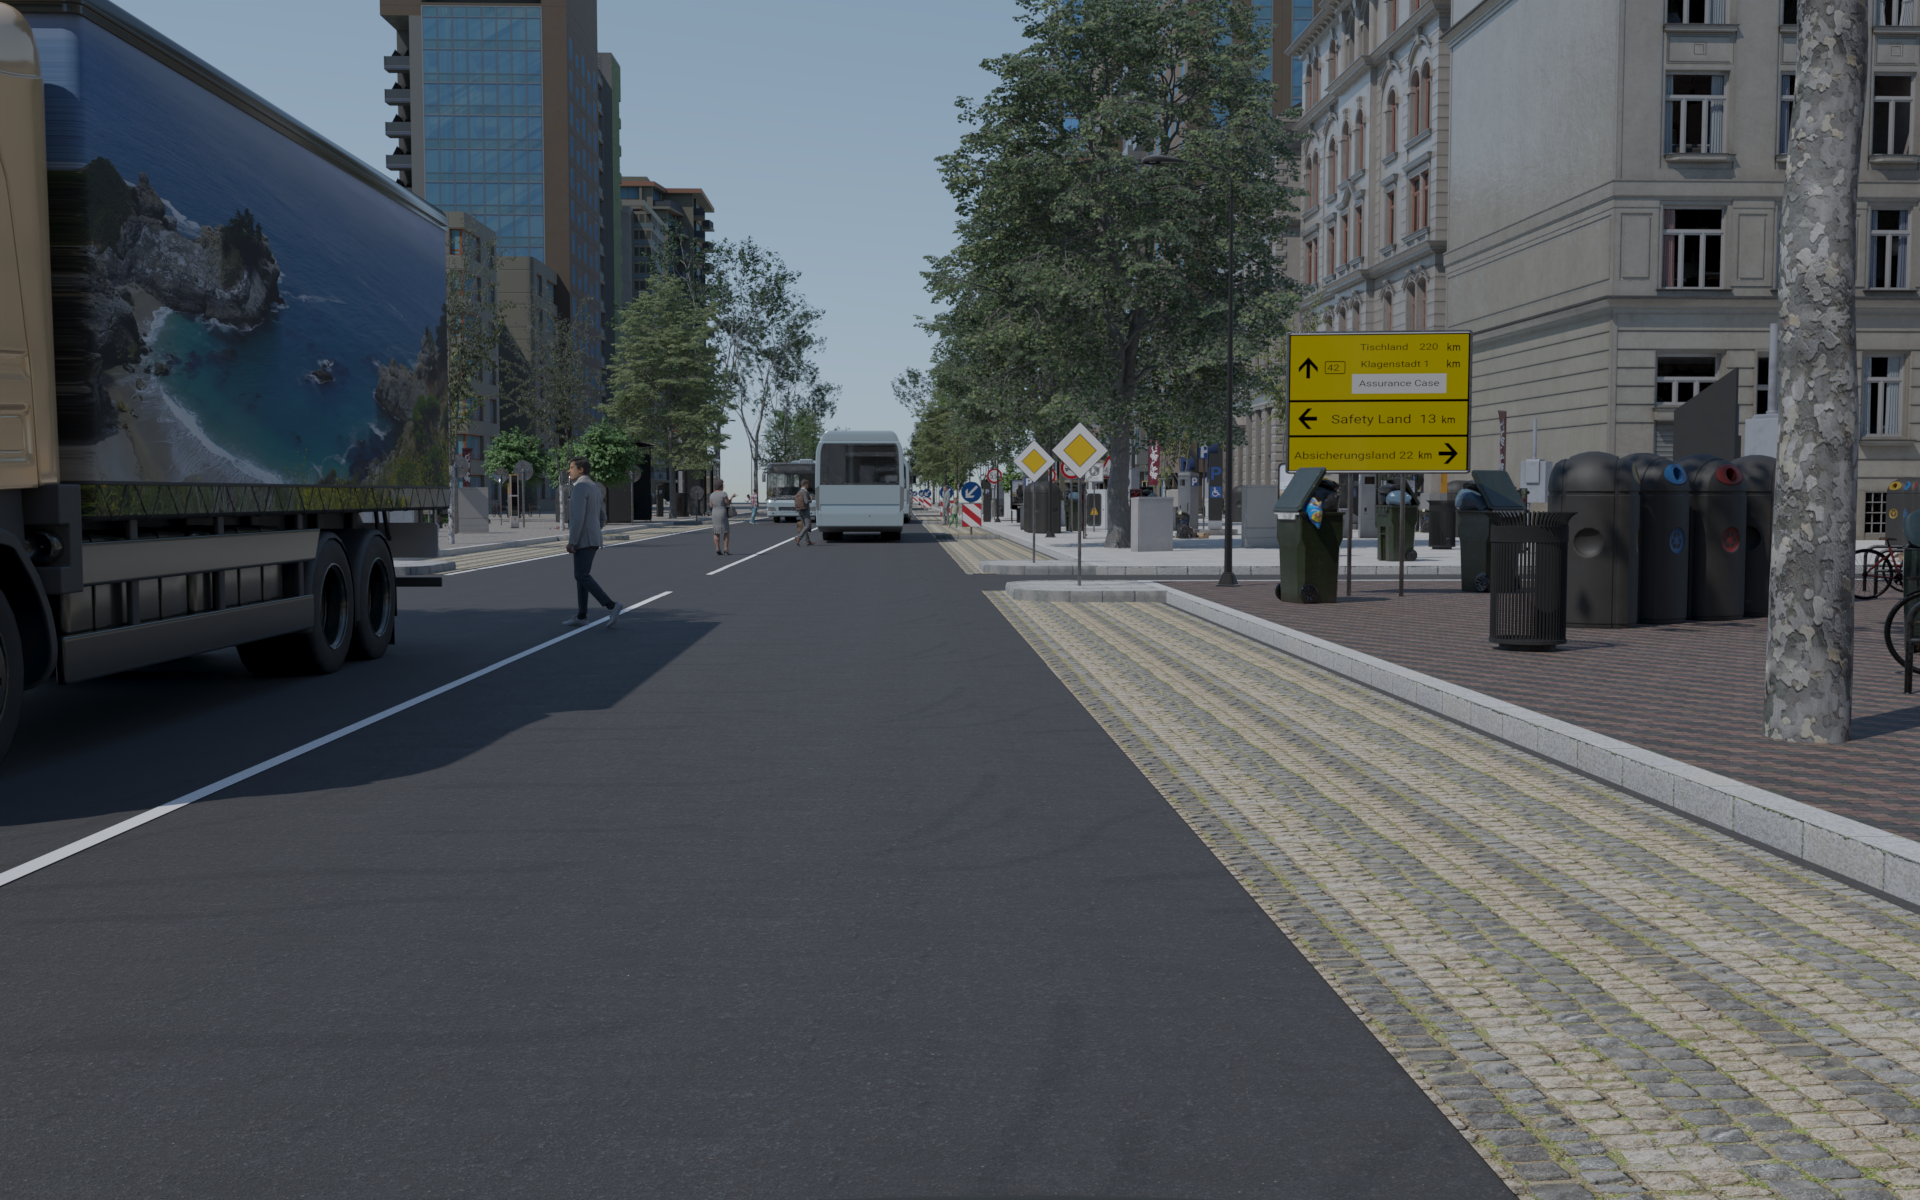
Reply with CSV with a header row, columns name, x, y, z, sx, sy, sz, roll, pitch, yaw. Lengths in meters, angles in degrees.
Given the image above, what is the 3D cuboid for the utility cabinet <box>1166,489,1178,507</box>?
name,x,y,z,sx,sy,sz,roll,pitch,yaw
utility cabinet,10.266,-4.535,82.832,0.318,1.500,1.173,-1,4,-22

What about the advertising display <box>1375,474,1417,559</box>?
name,x,y,z,sx,sy,sz,roll,pitch,yaw
advertising display,8.610,-1.774,34.212,0.974,1.923,0.123,-2,4,-29

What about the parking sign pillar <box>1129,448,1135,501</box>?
name,x,y,z,sx,sy,sz,roll,pitch,yaw
parking sign pillar,8.954,-6.527,95.182,1.447,3.967,1.447,0,4,0

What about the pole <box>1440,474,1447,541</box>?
name,x,y,z,sx,sy,sz,roll,pitch,yaw
pole,12.089,-3.022,43.258,0.158,3.312,0.155,0,3,0

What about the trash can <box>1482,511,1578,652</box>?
name,x,y,z,sx,sy,sz,roll,pitch,yaw
trash can,4.685,-0.160,14.272,0.748,1.137,0.748,0,3,0

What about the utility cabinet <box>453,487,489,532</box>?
name,x,y,z,sx,sy,sz,roll,pitch,yaw
utility cabinet,-16.277,-2.985,57.479,1.173,1.500,0.318,-2,4,-28

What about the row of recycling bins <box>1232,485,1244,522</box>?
name,x,y,z,sx,sy,sz,roll,pitch,yaw
row of recycling bins,13.883,-4.422,79.419,3.534,1.692,1.069,-2,4,-33

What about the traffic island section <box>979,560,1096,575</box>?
name,x,y,z,sx,sy,sz,roll,pitch,yaw
traffic island section,1.395,-0.607,32.207,2.009,0.180,2.903,0,4,-2

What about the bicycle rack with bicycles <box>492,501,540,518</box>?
name,x,y,z,sx,sy,sz,roll,pitch,yaw
bicycle rack with bicycles,-24.376,-5.022,95.494,2.852,0.926,2.925,-2,4,-27

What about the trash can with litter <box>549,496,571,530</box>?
name,x,y,z,sx,sy,sz,roll,pitch,yaw
trash can with litter,-14.242,-3.197,63.322,1.678,1.210,2.233,-2,4,-30

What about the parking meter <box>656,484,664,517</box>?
name,x,y,z,sx,sy,sz,roll,pitch,yaw
parking meter,-16.866,-5.599,97.255,0.399,1.863,0.255,-2,4,-32

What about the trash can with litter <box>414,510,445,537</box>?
name,x,y,z,sx,sy,sz,roll,pitch,yaw
trash can with litter,-16.392,-2.542,52.625,1.678,1.210,2.233,-2,4,-23

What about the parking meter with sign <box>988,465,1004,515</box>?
name,x,y,z,sx,sy,sz,roll,pitch,yaw
parking meter with sign,2.373,-6.603,104.216,0.543,3.016,1.738,2,4,35

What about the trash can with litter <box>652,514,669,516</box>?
name,x,y,z,sx,sy,sz,roll,pitch,yaw
trash can with litter,-18.029,-5.494,100.890,2.233,1.210,1.678,-1,4,-19

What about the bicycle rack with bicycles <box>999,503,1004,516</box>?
name,x,y,z,sx,sy,sz,roll,pitch,yaw
bicycle rack with bicycles,3.383,-5.377,101.288,2.925,0.926,2.852,0,4,-8

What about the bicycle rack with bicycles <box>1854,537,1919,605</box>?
name,x,y,z,sx,sy,sz,roll,pitch,yaw
bicycle rack with bicycles,12.465,-0.494,21.459,2.925,0.926,2.852,2,4,25

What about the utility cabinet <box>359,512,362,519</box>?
name,x,y,z,sx,sy,sz,roll,pitch,yaw
utility cabinet,-14.238,-1.909,39.899,1.173,1.500,0.318,-2,4,-28

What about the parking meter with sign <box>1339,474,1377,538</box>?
name,x,y,z,sx,sy,sz,roll,pitch,yaw
parking meter with sign,11.898,-3.297,50.172,1.738,3.016,0.543,0,4,5

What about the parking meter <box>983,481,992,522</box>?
name,x,y,z,sx,sy,sz,roll,pitch,yaw
parking meter,1.266,-4.499,79.263,0.399,1.863,0.255,0,4,3

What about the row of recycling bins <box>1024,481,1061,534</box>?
name,x,y,z,sx,sy,sz,roll,pitch,yaw
row of recycling bins,2.680,-3.081,57.485,1.069,1.692,3.534,0,4,-5

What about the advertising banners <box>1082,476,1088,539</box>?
name,x,y,z,sx,sy,sz,roll,pitch,yaw
advertising banners,3.572,-3.274,49.711,0.090,3.025,2.074,0,4,7

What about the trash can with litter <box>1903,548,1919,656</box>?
name,x,y,z,sx,sy,sz,roll,pitch,yaw
trash can with litter,7.869,-0.145,13.766,0.624,1.170,1.055,1,4,20

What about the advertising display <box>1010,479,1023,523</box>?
name,x,y,z,sx,sy,sz,roll,pitch,yaw
advertising display,2.679,-4.370,76.661,0.974,1.923,0.123,-2,4,-26

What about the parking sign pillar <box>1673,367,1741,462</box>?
name,x,y,z,sx,sy,sz,roll,pitch,yaw
parking sign pillar,16.125,-2.993,37.414,1.447,3.967,1.447,3,5,42

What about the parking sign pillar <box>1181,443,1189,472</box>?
name,x,y,z,sx,sy,sz,roll,pitch,yaw
parking sign pillar,11.932,-6.208,89.980,1.447,3.967,1.447,-1,4,-19

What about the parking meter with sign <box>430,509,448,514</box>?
name,x,y,z,sx,sy,sz,roll,pitch,yaw
parking meter with sign,-24.496,-5.184,81.017,0.543,3.016,1.738,-3,5,-40

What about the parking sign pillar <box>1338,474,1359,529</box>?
name,x,y,z,sx,sy,sz,roll,pitch,yaw
parking sign pillar,14.498,-4.646,64.427,1.447,3.967,1.447,2,4,31

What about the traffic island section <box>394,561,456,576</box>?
name,x,y,z,sx,sy,sz,roll,pitch,yaw
traffic island section,-10.489,-0.581,31.775,2.009,0.180,2.903,0,4,-2

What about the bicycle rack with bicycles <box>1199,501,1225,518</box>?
name,x,y,z,sx,sy,sz,roll,pitch,yaw
bicycle rack with bicycles,13.855,-4.924,93.894,2.852,0.926,2.925,0,4,-6

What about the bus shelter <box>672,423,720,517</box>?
name,x,y,z,sx,sy,sz,roll,pitch,yaw
bus shelter,-15.444,-7.518,100.545,2.179,5.291,8.768,0,4,-2

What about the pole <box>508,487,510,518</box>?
name,x,y,z,sx,sy,sz,roll,pitch,yaw
pole,-24.165,-6.061,92.944,0.158,3.312,0.155,0,3,0

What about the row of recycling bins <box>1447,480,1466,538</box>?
name,x,y,z,sx,sy,sz,roll,pitch,yaw
row of recycling bins,15.299,-2.780,52.571,1.069,1.692,3.534,1,4,23

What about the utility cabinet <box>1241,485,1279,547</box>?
name,x,y,z,sx,sy,sz,roll,pitch,yaw
utility cabinet,7.313,-1.996,41.313,1.173,1.500,0.318,-1,4,-14

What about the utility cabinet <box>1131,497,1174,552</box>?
name,x,y,z,sx,sy,sz,roll,pitch,yaw
utility cabinet,4.289,-1.685,38.710,1.020,1.237,0.306,-2,4,-34

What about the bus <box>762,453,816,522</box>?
name,x,y,z,sx,sy,sz,roll,pitch,yaw
bus,-8.278,-5.868,90.798,2.948,3.499,13.247,0,4,0

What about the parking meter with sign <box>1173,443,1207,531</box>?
name,x,y,z,sx,sy,sz,roll,pitch,yaw
parking meter with sign,7.859,-3.868,59.502,0.543,3.016,1.738,-2,4,-31

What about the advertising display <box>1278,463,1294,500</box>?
name,x,y,z,sx,sy,sz,roll,pitch,yaw
advertising display,6.950,-1.847,35.407,0.974,1.923,0.123,3,5,40

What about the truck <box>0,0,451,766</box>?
name,x,y,z,sx,sy,sz,roll,pitch,yaw
truck,-6.060,-1.390,11.634,2.839,4.237,11.283,0,4,-2

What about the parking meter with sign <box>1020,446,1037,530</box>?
name,x,y,z,sx,sy,sz,roll,pitch,yaw
parking meter with sign,2.512,-4.053,62.524,0.543,3.016,1.738,1,4,11

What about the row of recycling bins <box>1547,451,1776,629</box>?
name,x,y,z,sx,sy,sz,roll,pitch,yaw
row of recycling bins,7.234,-0.641,17.590,3.534,1.692,1.069,-2,4,-33

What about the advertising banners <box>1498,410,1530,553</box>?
name,x,y,z,sx,sy,sz,roll,pitch,yaw
advertising banners,11.798,-2.494,36.969,0.090,3.025,2.074,3,4,36

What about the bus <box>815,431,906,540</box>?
name,x,y,z,sx,sy,sz,roll,pitch,yaw
bus,-3.180,-3.786,56.757,2.948,3.499,13.247,0,4,-2

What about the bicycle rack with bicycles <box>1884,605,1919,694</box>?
name,x,y,z,sx,sy,sz,roll,pitch,yaw
bicycle rack with bicycles,7.336,0.141,11.077,2.852,0.926,2.925,-2,4,-33

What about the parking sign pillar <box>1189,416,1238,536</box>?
name,x,y,z,sx,sy,sz,roll,pitch,yaw
parking sign pillar,7.980,-4.015,54.115,1.447,3.967,1.447,0,4,7

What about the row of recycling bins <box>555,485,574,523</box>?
name,x,y,z,sx,sy,sz,roll,pitch,yaw
row of recycling bins,-17.522,-4.310,77.587,1.069,1.692,3.534,-1,4,-21

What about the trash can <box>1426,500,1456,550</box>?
name,x,y,z,sx,sy,sz,roll,pitch,yaw
trash can,11.166,-1.739,40.094,0.748,1.137,0.748,0,3,0

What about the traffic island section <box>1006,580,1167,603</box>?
name,x,y,z,sx,sy,sz,roll,pitch,yaw
traffic island section,1.689,-0.119,24.227,2.009,0.180,2.903,0,4,-2

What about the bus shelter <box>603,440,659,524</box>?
name,x,y,z,sx,sy,sz,roll,pitch,yaw
bus shelter,-14.923,-5.336,78.525,1.731,3.624,6.357,0,4,-2

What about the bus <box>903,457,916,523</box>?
name,x,y,z,sx,sy,sz,roll,pitch,yaw
bus,-3.790,-5.762,89.073,2.948,3.499,13.247,0,4,-1

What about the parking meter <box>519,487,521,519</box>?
name,x,y,z,sx,sy,sz,roll,pitch,yaw
parking meter,-23.265,-5.206,90.824,0.399,1.863,0.255,-3,4,-36

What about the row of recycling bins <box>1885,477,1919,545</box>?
name,x,y,z,sx,sy,sz,roll,pitch,yaw
row of recycling bins,22.457,-2.028,40.264,1.069,1.692,3.534,1,4,14
